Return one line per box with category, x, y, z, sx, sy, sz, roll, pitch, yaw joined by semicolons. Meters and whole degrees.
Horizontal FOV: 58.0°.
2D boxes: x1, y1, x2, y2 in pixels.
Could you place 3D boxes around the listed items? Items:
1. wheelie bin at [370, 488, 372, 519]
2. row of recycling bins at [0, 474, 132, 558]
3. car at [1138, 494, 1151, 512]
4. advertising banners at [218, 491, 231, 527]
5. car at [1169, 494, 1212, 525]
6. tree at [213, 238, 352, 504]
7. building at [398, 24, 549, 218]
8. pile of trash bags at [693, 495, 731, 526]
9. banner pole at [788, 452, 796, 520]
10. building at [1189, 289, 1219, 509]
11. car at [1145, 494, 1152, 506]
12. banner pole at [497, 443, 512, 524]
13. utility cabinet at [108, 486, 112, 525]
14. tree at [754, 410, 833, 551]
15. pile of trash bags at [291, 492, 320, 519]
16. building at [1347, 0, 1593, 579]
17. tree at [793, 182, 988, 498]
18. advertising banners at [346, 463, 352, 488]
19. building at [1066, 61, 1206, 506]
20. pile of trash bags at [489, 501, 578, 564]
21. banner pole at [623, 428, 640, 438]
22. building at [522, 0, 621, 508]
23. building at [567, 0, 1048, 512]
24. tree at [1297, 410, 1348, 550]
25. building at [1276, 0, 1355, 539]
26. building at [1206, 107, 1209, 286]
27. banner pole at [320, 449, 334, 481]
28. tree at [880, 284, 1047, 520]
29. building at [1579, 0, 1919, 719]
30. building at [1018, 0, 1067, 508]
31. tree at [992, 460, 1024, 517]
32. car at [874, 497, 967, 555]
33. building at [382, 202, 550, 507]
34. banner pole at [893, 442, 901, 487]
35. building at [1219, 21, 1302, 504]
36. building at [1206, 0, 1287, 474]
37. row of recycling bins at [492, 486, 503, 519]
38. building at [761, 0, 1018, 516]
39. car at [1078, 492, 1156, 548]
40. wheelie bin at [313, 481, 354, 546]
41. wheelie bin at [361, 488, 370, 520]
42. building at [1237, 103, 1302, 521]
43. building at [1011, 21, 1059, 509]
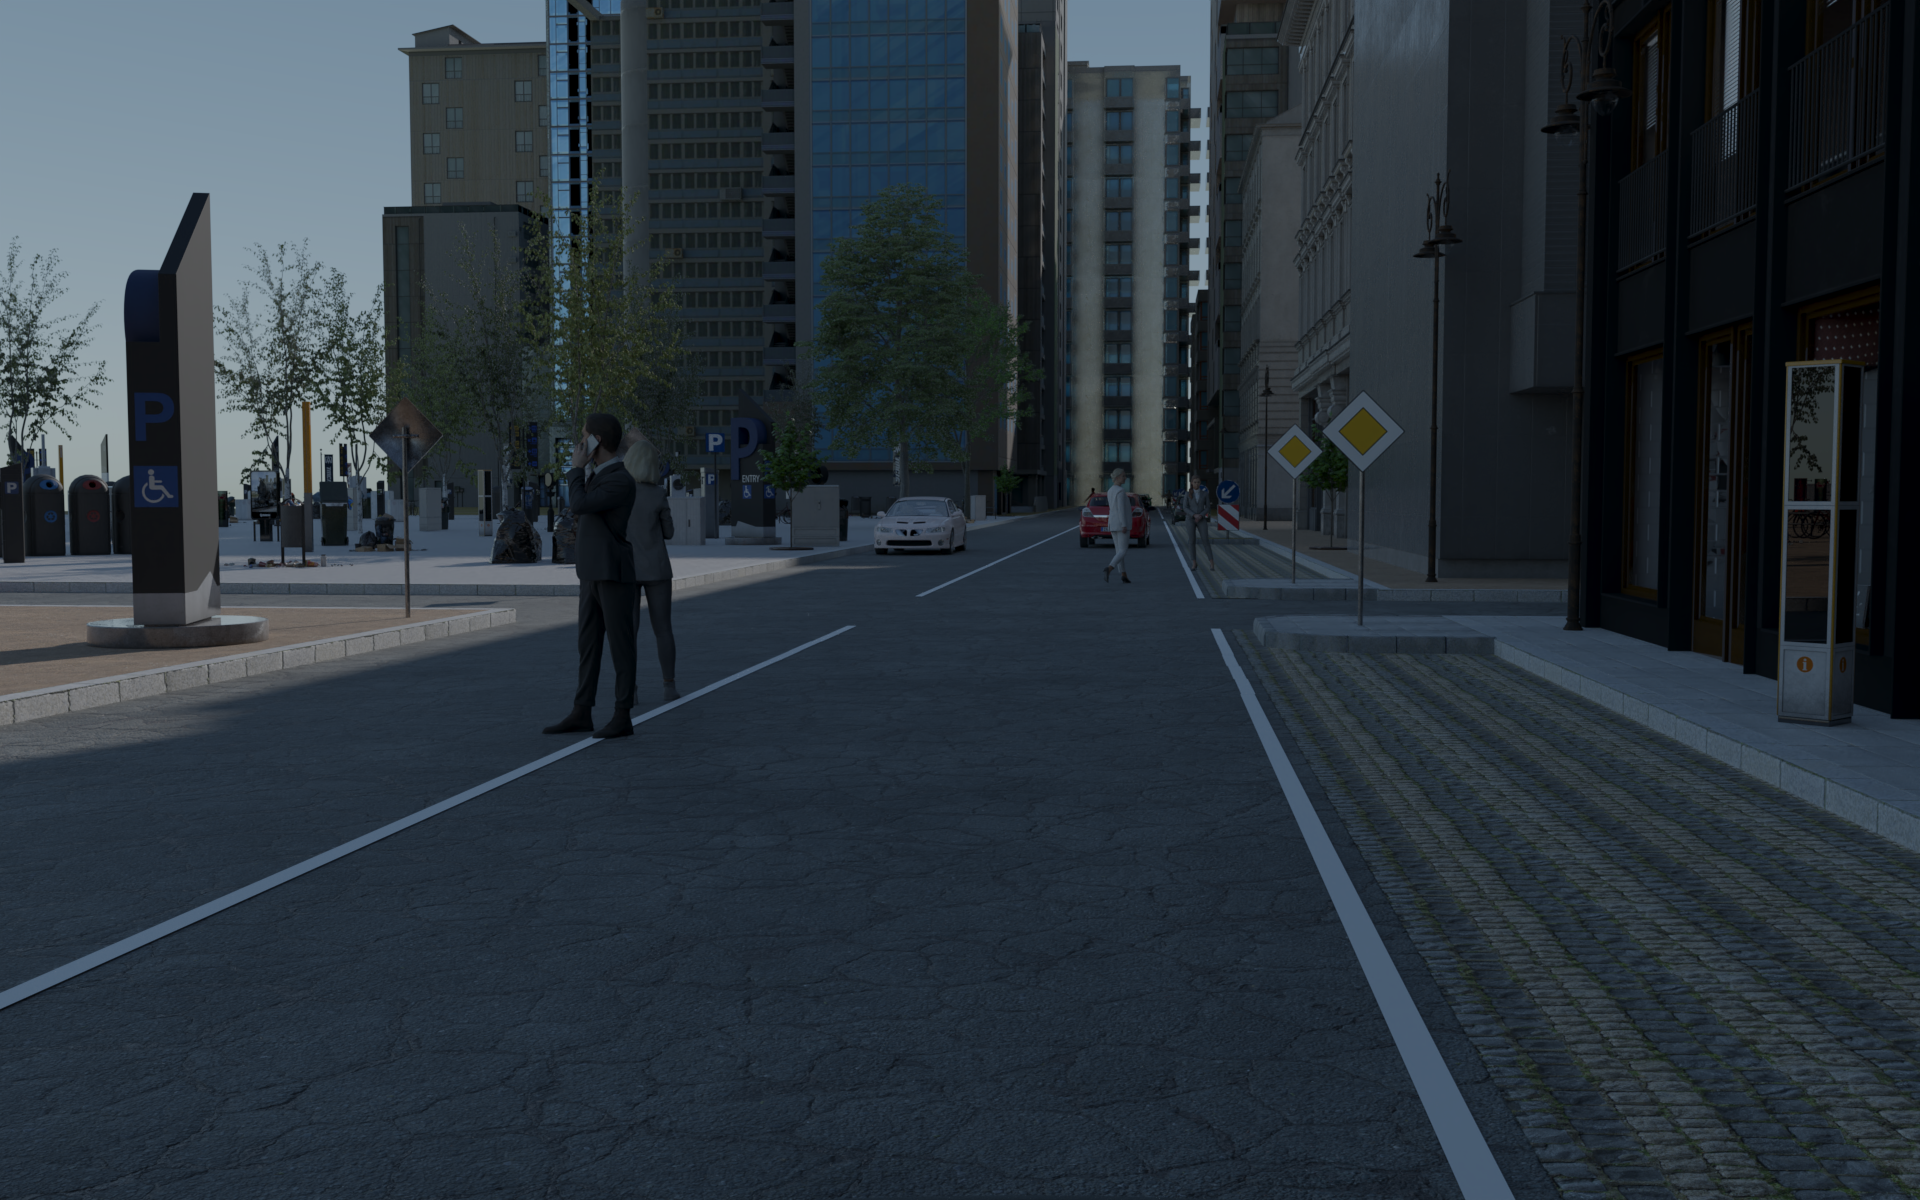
wheelie bin;-30.863;-5.034;90.208;0.980;1.594;0.693;2;4;28
row of recycling bins;-18.676;-1.778;36.178;1.069;1.692;3.534;3;5;44
car;14.363;-7.918;139.238;2.009;1.686;4.222;0;4;7
advertising banners;-29.286;-4.330;66.980;2.074;3.025;0.090;0;4;0
car;10.782;-4.348;80.881;2.009;1.686;4.222;0;4;5
tree;-19.390;-6.041;49.133;4.360;8.622;3.978;0;3;0
building;-46.088;-37.542;203.053;27.495;52.752;28.713;0;4;6
pile of trash bags;-10.869;-3.758;71.202;3.447;1.369;1.912;0;4;6
banner pole;-8.125;-5.842;85.535;0.863;3.779;0.401;-3;4;-36
building;35.380;-19.218;159.260;27.650;21.520;28.899;0;4;6
car;17.255;-9.497;164.077;1.959;1.807;4.718;0;4;6
banner pole;-19.677;-5.190;74.875;0.863;3.779;0.401;2;4;26
utility cabinet;-23.755;-2.471;49.072;1.173;1.500;0.318;0;4;-1
tree;-3.945;-2.767;39.845;1.663;3.219;1.824;0;3;0
pile of trash bags;-33.618;-4.841;88.900;1.912;1.369;3.447;1;4;9
building;22.697;-12.862;29.356;30.058;24.678;14.314;0;4;6
tree;-2.412;-8.906;63.748;7.486;12.596;7.792;0;3;0
advertising banners;-33.439;-6.117;96.206;2.074;3.025;0.090;2;4;34
building;11.449;-35.170;194.634;30.456;49.044;23.786;0;4;6
pile of trash bags;-7.149;-1.390;32.477;3.447;1.369;1.912;0;4;8
banner pole;-11.850;-4.459;62.920;0.863;3.779;0.401;1;4;10
building;-26.469;-52.282;167.488;31.000;86.520;22.319;0;4;6
building;-9.955;-26.682;128.133;32.217;40.220;23.993;0;4;6
tree;8.617;-2.788;40.190;1.663;3.219;1.824;0;3;0
building;16.437;-12.819;60.501;10.553;20.767;40.483;0;4;6
building;42.329;-34.939;190.861;30.456;49.044;23.786;0;4;6
banner pole;-34.973;-6.455;95.558;0.863;3.779;0.401;-2;4;-25
tree;0.202;-9.727;84.785;9.928;11.665;9.643;0;3;0
building;11.264;-10.882;7.597;12.332;23.373;15.834;0;4;6
building;-0.424;-44.535;166.405;20.611;71.187;20.563;0;4;6
tree;2.547;-6.384;98.985;1.663;3.219;1.824;0;3;0
car;-0.921;-1.847;42.556;2.083;1.381;4.827;0;4;7
building;-48.634;-24.679;175.209;14.107;30.474;14.160;0;4;6
banner pole;-2.441;-4.962;71.151;0.863;3.779;0.401;3;4;38
building;23.494;-20.661;109.507;14.160;30.474;14.107;0;4;6
building;32.591;-33.061;129.785;28.713;52.752;27.495;0;4;6
row of recycling bins;-24.079;-5.013;89.070;1.069;1.692;3.534;-2;4;-24
building;-3.839;-27.997;107.869;14.600;45.320;14.200;0;4;6
car;4.301;-2.366;47.717;2.155;1.783;4.494;1;4;8
wheelie bin;-15.593;-2.148;43.033;0.980;1.594;0.693;-2;4;-24
wheelie bin;-29.425;-4.675;84.338;0.693;1.594;0.980;0;4;6
building;19.660;-14.714;89.724;9.793;20.994;18.267;0;4;6
building;0.882;-28.283;146.029;14.154;41.232;14.086;0;4;6
